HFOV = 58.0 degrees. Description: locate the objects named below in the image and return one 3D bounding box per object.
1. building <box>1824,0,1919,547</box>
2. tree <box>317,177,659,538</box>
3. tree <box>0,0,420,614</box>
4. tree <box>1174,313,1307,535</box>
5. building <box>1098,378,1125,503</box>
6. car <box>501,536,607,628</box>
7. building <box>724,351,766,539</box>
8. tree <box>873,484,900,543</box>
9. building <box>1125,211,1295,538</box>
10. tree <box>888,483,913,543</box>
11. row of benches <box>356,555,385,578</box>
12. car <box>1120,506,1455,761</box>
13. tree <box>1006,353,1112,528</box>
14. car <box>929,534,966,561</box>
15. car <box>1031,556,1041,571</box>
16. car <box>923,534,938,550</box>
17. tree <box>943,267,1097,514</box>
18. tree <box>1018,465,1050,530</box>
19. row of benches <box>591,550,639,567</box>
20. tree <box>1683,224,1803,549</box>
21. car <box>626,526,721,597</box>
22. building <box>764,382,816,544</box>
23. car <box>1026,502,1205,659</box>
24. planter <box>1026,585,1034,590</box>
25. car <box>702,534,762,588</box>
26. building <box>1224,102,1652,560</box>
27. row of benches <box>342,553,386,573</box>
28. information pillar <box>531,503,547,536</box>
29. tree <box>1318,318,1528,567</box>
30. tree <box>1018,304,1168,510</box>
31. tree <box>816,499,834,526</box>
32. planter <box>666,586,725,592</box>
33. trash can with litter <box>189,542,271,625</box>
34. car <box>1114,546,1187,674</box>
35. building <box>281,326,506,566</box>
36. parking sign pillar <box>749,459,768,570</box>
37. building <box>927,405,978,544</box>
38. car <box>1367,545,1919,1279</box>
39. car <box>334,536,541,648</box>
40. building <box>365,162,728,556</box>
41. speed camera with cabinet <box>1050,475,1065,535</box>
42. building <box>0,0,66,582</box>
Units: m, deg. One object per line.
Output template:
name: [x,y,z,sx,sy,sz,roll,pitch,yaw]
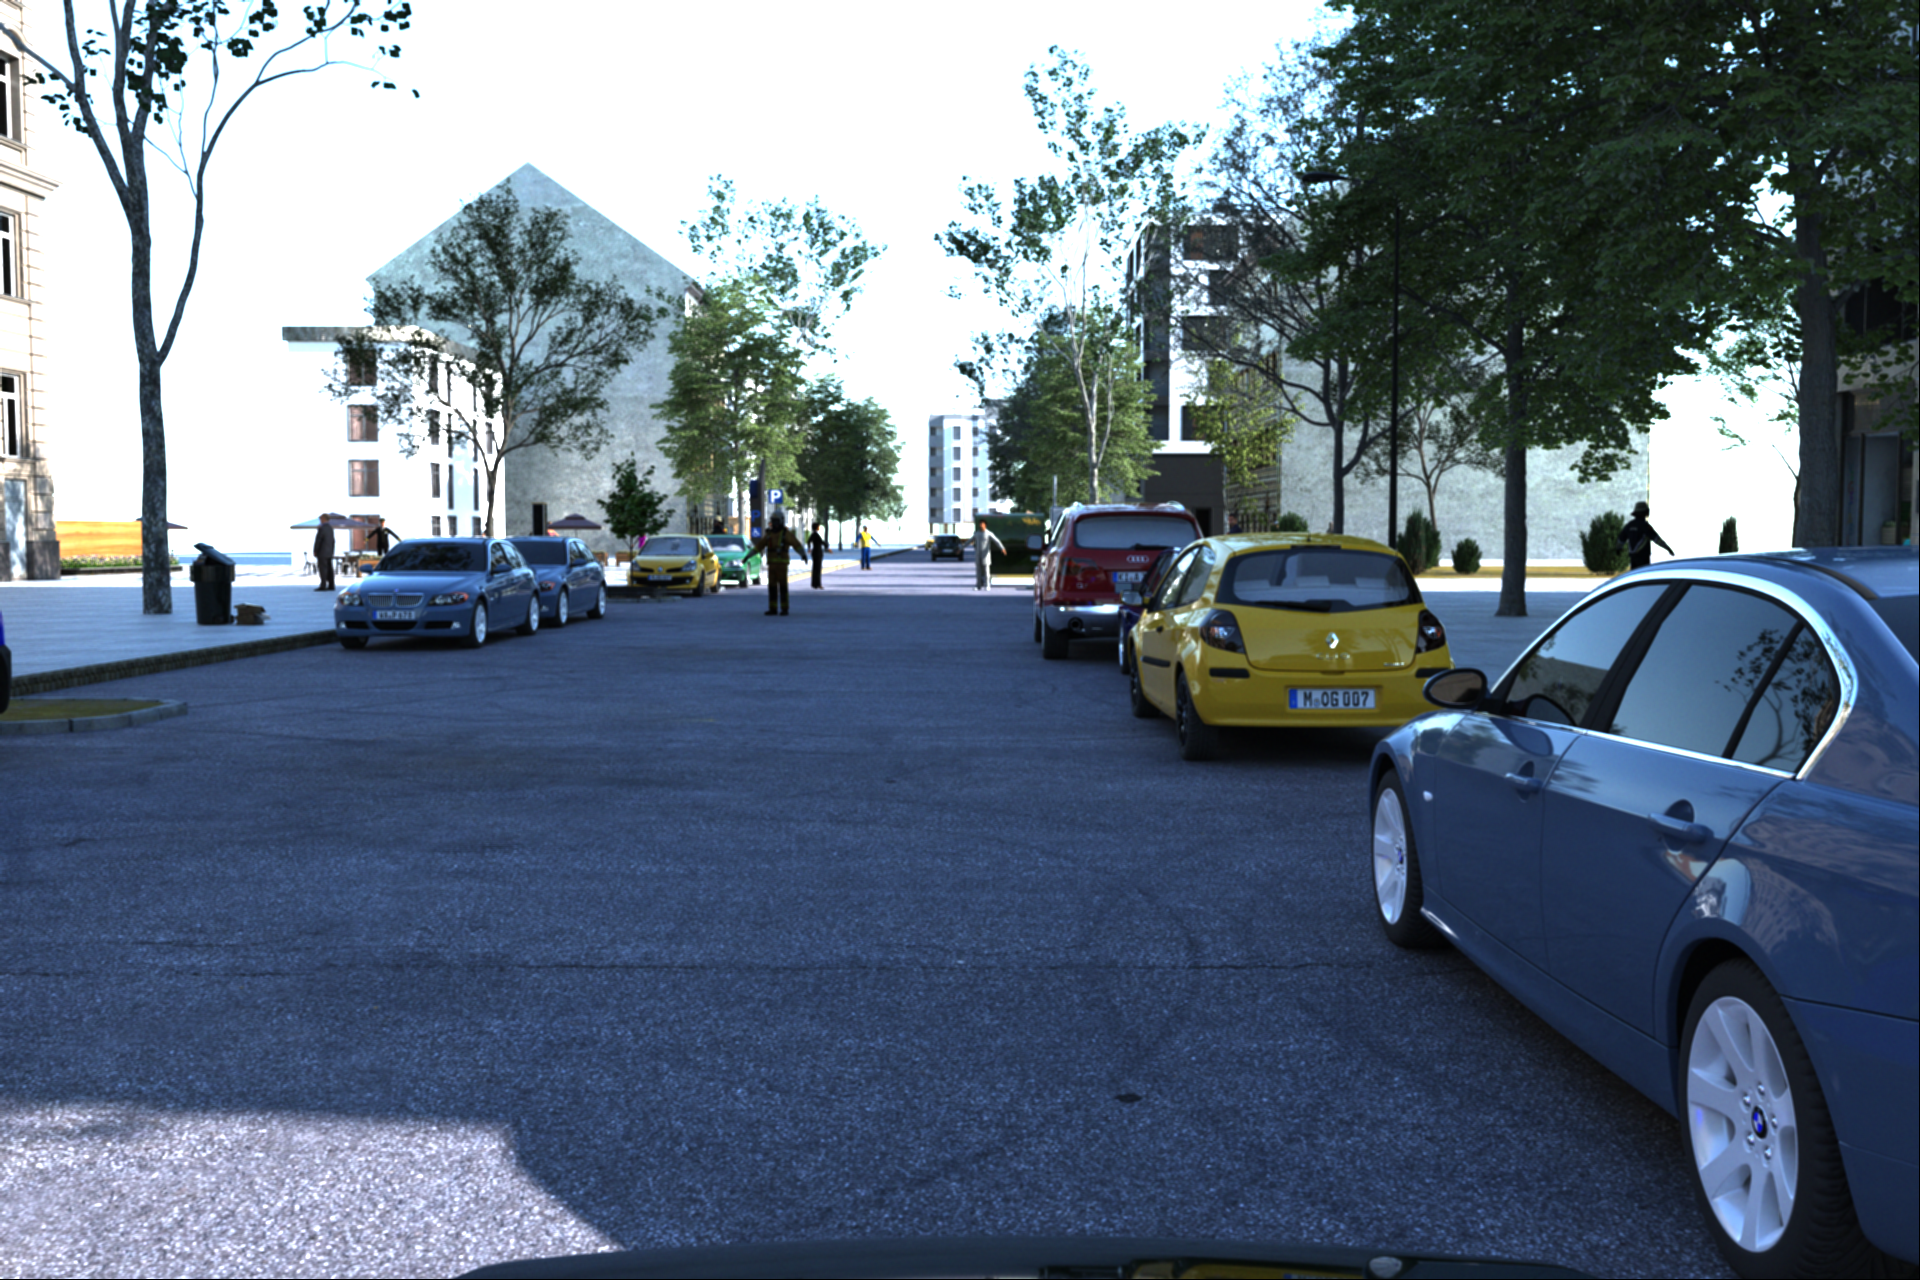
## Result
building: [26.815,-13.110,17.558,19.350,26.588,34.151,0,4,1]
tree: [-12.555,-6.820,45.916,8.767,10.594,7.601,-2,4,-27]
tree: [-13.407,-10.401,25.940,12.611,20.169,13.585,0,3,0]
tree: [9.175,-6.586,58.039,4.737,8.622,4.395,0,3,0]
building: [24.635,-22.372,196.714,19.493,23.208,18.063,0,4,0]
car: [-6.928,-0.983,28.070,2.014,1.417,4.499,0,4,1]
building: [-26.691,-19.811,180.325,16.016,20.090,11.380,0,4,0]
tree: [-9.730,-17.818,241.686,4.360,8.622,3.978,0,3,0]
building: [25.743,-17.253,126.057,27.936,21.610,32.646,0,4,0]
tree: [-8.742,-18.204,247.989,4.737,8.622,4.395,0,3,0]
row of benches: [-15.773,-2.205,51.521,4.104,0.672,1.422,-2,4,-26]
car: [2.215,-0.132,12.390,2.015,1.641,3.980,0,4,-1]
tree: [6.154,-11.656,108.707,7.486,12.596,7.792,0,3,0]
car: [-0.685,-5.102,93.199,2.009,1.686,4.222,0,4,-1]
car: [2.513,-1.521,37.455,1.945,1.354,3.894,0,4,1]
car: [-2.225,-8.802,154.141,2.015,1.641,3.980,0,4,1]
tree: [4.981,-16.511,125.849,12.611,20.169,13.585,0,3,0]
tree: [6.587,-12.514,154.966,4.737,8.622,4.395,0,3,0]
row of benches: [-14.453,-3.257,68.710,4.104,0.672,1.422,0,4,-4]
tree: [26.701,-7.890,54.763,9.928,11.665,9.643,0,3,0]
car: [-6.705,-1.866,40.739,2.015,1.641,3.980,0,4,1]
building: [-28.005,-21.450,217.159,16.747,18.905,31.486,0,4,1]
car: [1.968,-0.777,21.371,2.281,1.827,5.304,0,4,1]
planter: [2.714,-1.454,44.905,1.991,0.319,1.994,0,3,0]
car: [-6.537,-2.193,47.648,2.131,1.459,4.920,0,4,0]
building: [25.246,-16.159,95.127,19.493,23.208,18.063,0,4,0]
row of benches: [-18.400,-2.550,57.161,4.104,0.672,1.422,1,4,14]
information pillar: [-9.913,-2.225,40.873,0.304,2.012,0.304,0,4,-1]
tree: [18.540,-8.159,67.812,8.767,10.594,7.601,-1,4,-19]
tree: [6.565,-10.224,85.289,7.486,12.596,7.792,0,3,0]
tree: [-21.575,-20.595,243.375,9.857,13.997,8.962,0,3,0]
planter: [-7.032,-1.395,43.955,1.991,0.319,1.994,0,4,1]
trash can with litter: [-10.344,-0.807,24.583,1.055,1.170,0.624,0,4,0]
car: [2.488,-0.243,16.549,1.945,1.354,3.894,0,4,0]
building: [-26.547,-8.677,84.012,9.099,9.664,28.070,0,4,0]
parking sign pillar: [-7.187,-4.472,61.589,1.447,3.967,1.447,0,4,-1]
building: [-4.253,-23.643,245.445,11.380,20.090,16.016,0,4,-5]
car: [2.351,0.456,4.543,2.014,1.417,4.499,0,4,0]
car: [-6.879,-0.687,23.243,2.014,1.417,4.499,0,3,0]
building: [-25.522,-17.177,111.769,19.493,23.208,18.063,0,4,0]
speed camera with cabinet: [3.388,-3.866,57.552,0.660,3.252,2.038,0,4,-1]
building: [-31.247,-14.616,36.232,12.463,27.353,25.104,0,4,1]
